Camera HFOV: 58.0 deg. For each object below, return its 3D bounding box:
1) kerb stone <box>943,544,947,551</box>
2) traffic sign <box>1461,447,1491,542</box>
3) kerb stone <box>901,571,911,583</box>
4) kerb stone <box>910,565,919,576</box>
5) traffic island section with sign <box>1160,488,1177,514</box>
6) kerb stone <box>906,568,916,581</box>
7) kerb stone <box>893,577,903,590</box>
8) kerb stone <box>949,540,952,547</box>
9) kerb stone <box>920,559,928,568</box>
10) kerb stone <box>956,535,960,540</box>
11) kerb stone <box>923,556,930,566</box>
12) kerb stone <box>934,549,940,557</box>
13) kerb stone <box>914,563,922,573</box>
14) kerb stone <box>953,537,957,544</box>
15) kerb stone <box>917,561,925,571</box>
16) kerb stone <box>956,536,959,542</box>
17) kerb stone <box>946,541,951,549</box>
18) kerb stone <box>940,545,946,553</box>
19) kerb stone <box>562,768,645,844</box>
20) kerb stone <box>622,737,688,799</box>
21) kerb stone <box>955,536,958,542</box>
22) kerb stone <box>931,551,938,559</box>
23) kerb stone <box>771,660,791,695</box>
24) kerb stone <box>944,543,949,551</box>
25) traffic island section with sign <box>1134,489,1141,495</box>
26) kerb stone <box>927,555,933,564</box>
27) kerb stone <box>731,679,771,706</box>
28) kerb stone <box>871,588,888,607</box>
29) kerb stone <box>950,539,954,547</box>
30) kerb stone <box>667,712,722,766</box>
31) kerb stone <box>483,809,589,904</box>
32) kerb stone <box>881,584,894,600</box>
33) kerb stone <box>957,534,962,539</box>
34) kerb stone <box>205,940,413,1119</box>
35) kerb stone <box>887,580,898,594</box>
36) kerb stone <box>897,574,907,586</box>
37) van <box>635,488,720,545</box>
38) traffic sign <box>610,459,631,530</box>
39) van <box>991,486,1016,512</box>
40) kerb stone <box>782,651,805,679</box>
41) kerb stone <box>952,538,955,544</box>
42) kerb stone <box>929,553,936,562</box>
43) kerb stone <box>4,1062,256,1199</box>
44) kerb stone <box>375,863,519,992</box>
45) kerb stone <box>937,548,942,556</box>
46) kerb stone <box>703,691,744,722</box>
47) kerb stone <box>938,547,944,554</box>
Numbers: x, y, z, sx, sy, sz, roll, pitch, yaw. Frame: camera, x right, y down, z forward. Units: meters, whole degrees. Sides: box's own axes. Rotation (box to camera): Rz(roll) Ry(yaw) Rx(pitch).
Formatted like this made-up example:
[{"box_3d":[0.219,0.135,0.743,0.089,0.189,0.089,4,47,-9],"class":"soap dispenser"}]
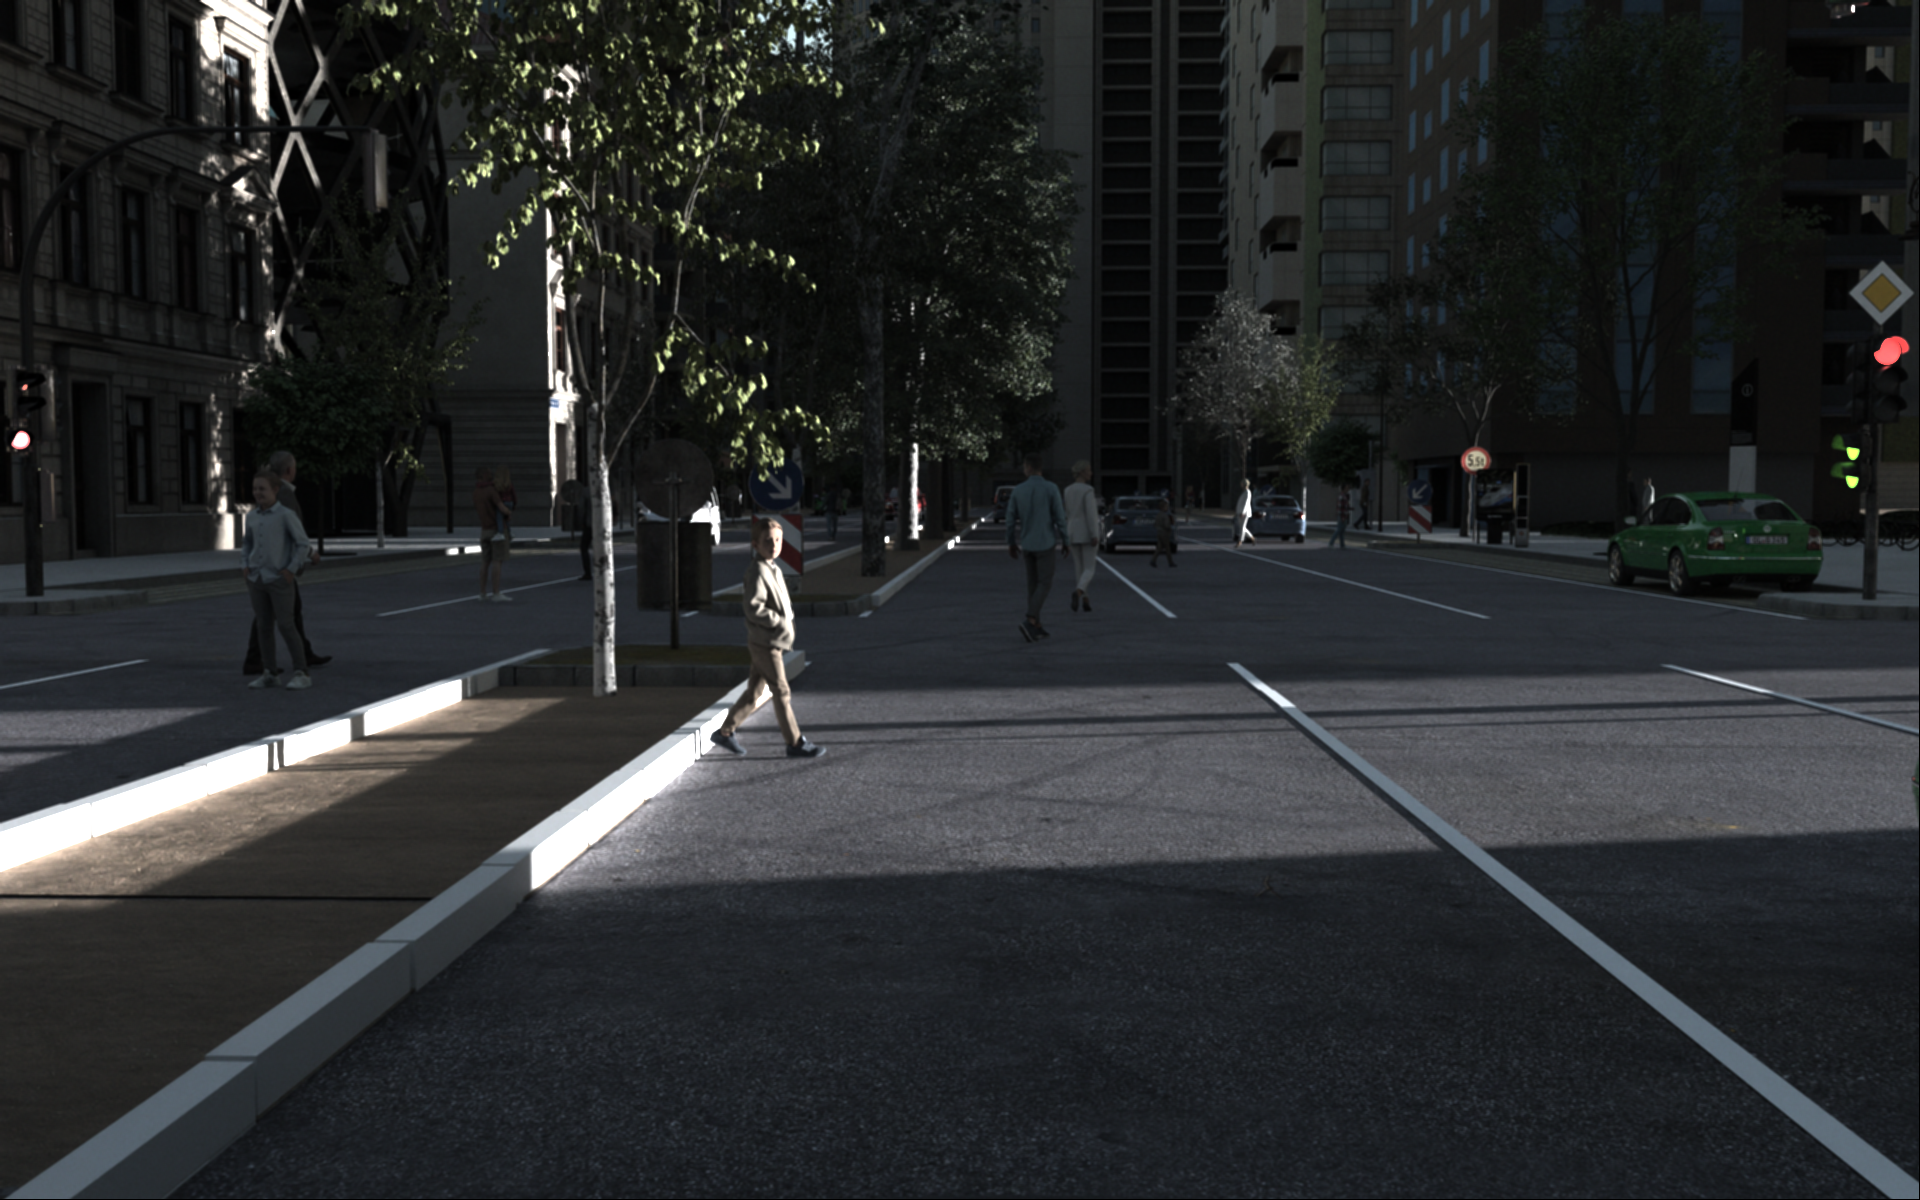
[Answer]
[{"box_3d":[-0.444,-1.208,41.952,0.120,0.150,1.000,0,4,2],"class":"kerb stone"},{"box_3d":[13.826,-2.837,46.492,0.768,2.556,0.104,1,4,10],"class":"traffic sign"},{"box_3d":[-0.904,-0.330,27.605,0.120,0.150,1.000,0,4,2],"class":"kerb stone"},{"box_3d":[-0.831,-0.456,29.652,0.120,0.150,1.000,0,4,2],"class":"kerb stone"},{"box_3d":[14.366,-6.999,123.061,1.989,1.847,2.006,0,4,2],"class":"traffic island section with sign"},{"box_3d":[-0.866,-0.393,28.627,0.120,0.150,1.000,0,4,2],"class":"kerb stone"},{"box_3d":[-0.967,-0.205,25.560,0.120,0.150,1.000,0,4,2],"class":"kerb stone"},{"box_3d":[-0.340,-1.396,45.027,0.120,0.150,1.000,0,4,2],"class":"kerb stone"},{"box_3d":[-0.740,-0.638,32.743,0.120,0.150,1.000,0,4,2],"class":"kerb stone"},{"box_3d":[-0.146,-1.773,51.177,0.120,0.150,1.000,0,4,2],"class":"kerb stone"},{"box_3d":[-0.710,-0.708,33.764,0.120,0.150,1.000,0,4,2],"class":"kerb stone"},{"box_3d":[-0.573,-0.958,37.857,0.120,0.150,1.000,0,4,2],"class":"kerb stone"},{"box_3d":[-0.804,-0.513,30.677,0.120,0.150,1.000,0,4,2],"class":"kerb stone"},{"box_3d":[-0.244,-1.584,48.094,0.120,0.150,1.000,0,4,2],"class":"kerb stone"},{"box_3d":[-0.767,-0.582,31.712,0.120,0.150,1.000,0,4,2],"class":"kerb stone"},{"box_3d":[-0.174,-1.701,50.155,0.120,0.150,1.000,0,4,2],"class":"kerb stone"},{"box_3d":[-0.374,-1.333,43.995,0.120,0.150,1.000,0,4,2],"class":"kerb stone"},{"box_3d":[-0.470,-1.146,40.930,0.120,0.150,1.000,0,4,2],"class":"kerb stone"},{"box_3d":[-1.548,0.897,7.537,0.120,0.150,1.000,0,4,2],"class":"kerb stone"},{"box_3d":[-1.511,0.833,8.568,0.120,0.150,1.000,0,4,2],"class":"kerb stone"},{"box_3d":[-0.214,-1.647,49.132,0.120,0.150,1.000,0,4,2],"class":"kerb stone"},{"box_3d":[-0.604,-0.895,36.829,0.120,0.150,1.000,0,4,2],"class":"kerb stone"},{"box_3d":[-1.379,0.582,12.675,0.120,0.150,1.000,0,4,2],"class":"kerb stone"},{"box_3d":[-0.410,-1.271,42.974,0.120,0.150,1.000,0,4,2],"class":"kerb stone"},{"box_3d":[15.222,-8.647,150.002,1.989,1.847,2.006,0,4,2],"class":"traffic island section with sign"},{"box_3d":[-0.675,-0.770,34.786,0.120,0.150,1.000,0,4,2],"class":"kerb stone"},{"box_3d":[-1.422,0.645,11.651,0.120,0.150,1.000,0,4,2],"class":"kerb stone"},{"box_3d":[-1.065,-0.018,22.489,0.120,0.150,1.000,0,4,2],"class":"kerb stone"},{"box_3d":[-0.312,-1.459,46.049,0.120,0.150,1.000,0,4,2],"class":"kerb stone"},{"box_3d":[-1.476,0.771,9.594,0.120,0.150,1.000,0,4,2],"class":"kerb stone"},{"box_3d":[-1.586,0.959,6.510,0.120,0.150,1.000,0,4,2],"class":"kerb stone"},{"box_3d":[-1.032,-0.078,23.511,0.120,0.150,1.000,0,4,2],"class":"kerb stone"},{"box_3d":[-0.105,-1.831,52.198,0.120,0.150,1.000,0,4,2],"class":"kerb stone"},{"box_3d":[-1.650,1.086,4.459,0.120,0.150,1.000,0,4,2],"class":"kerb stone"},{"box_3d":[-1.003,-0.140,24.538,0.120,0.150,1.000,0,4,2],"class":"kerb stone"},{"box_3d":[-0.936,-0.268,26.583,0.120,0.150,1.000,0,4,2],"class":"kerb stone"},{"box_3d":[-7.634,-2.444,46.976,2.013,2.044,4.112,0,4,3],"class":"van"},{"box_3d":[-12.198,-3.803,62.291,0.768,2.556,0.104,0,4,4],"class":"traffic sign"},{"box_3d":[2.678,-5.352,94.513,2.013,2.044,4.112,0,4,2],"class":"van"},{"box_3d":[-1.347,0.520,13.699,0.120,0.150,1.000,0,4,2],"class":"kerb stone"},{"box_3d":[-0.270,-1.522,47.072,0.120,0.150,1.000,0,4,2],"class":"kerb stone"},{"box_3d":[-0.630,-0.833,35.807,0.120,0.150,1.000,0,4,2],"class":"kerb stone"},{"box_3d":[-1.677,1.152,3.437,0.120,0.150,1.000,0,4,2],"class":"kerb stone"},{"box_3d":[-1.609,1.022,5.481,0.120,0.150,1.000,0,4,2],"class":"kerb stone"},{"box_3d":[-0.542,-1.021,38.883,0.120,0.150,1.000,0,4,2],"class":"kerb stone"},{"box_3d":[-1.445,0.709,10.621,0.120,0.150,1.000,0,4,2],"class":"kerb stone"},{"box_3d":[-0.516,-1.080,39.909,0.120,0.150,1.000,0,4,2],"class":"kerb stone"}]
